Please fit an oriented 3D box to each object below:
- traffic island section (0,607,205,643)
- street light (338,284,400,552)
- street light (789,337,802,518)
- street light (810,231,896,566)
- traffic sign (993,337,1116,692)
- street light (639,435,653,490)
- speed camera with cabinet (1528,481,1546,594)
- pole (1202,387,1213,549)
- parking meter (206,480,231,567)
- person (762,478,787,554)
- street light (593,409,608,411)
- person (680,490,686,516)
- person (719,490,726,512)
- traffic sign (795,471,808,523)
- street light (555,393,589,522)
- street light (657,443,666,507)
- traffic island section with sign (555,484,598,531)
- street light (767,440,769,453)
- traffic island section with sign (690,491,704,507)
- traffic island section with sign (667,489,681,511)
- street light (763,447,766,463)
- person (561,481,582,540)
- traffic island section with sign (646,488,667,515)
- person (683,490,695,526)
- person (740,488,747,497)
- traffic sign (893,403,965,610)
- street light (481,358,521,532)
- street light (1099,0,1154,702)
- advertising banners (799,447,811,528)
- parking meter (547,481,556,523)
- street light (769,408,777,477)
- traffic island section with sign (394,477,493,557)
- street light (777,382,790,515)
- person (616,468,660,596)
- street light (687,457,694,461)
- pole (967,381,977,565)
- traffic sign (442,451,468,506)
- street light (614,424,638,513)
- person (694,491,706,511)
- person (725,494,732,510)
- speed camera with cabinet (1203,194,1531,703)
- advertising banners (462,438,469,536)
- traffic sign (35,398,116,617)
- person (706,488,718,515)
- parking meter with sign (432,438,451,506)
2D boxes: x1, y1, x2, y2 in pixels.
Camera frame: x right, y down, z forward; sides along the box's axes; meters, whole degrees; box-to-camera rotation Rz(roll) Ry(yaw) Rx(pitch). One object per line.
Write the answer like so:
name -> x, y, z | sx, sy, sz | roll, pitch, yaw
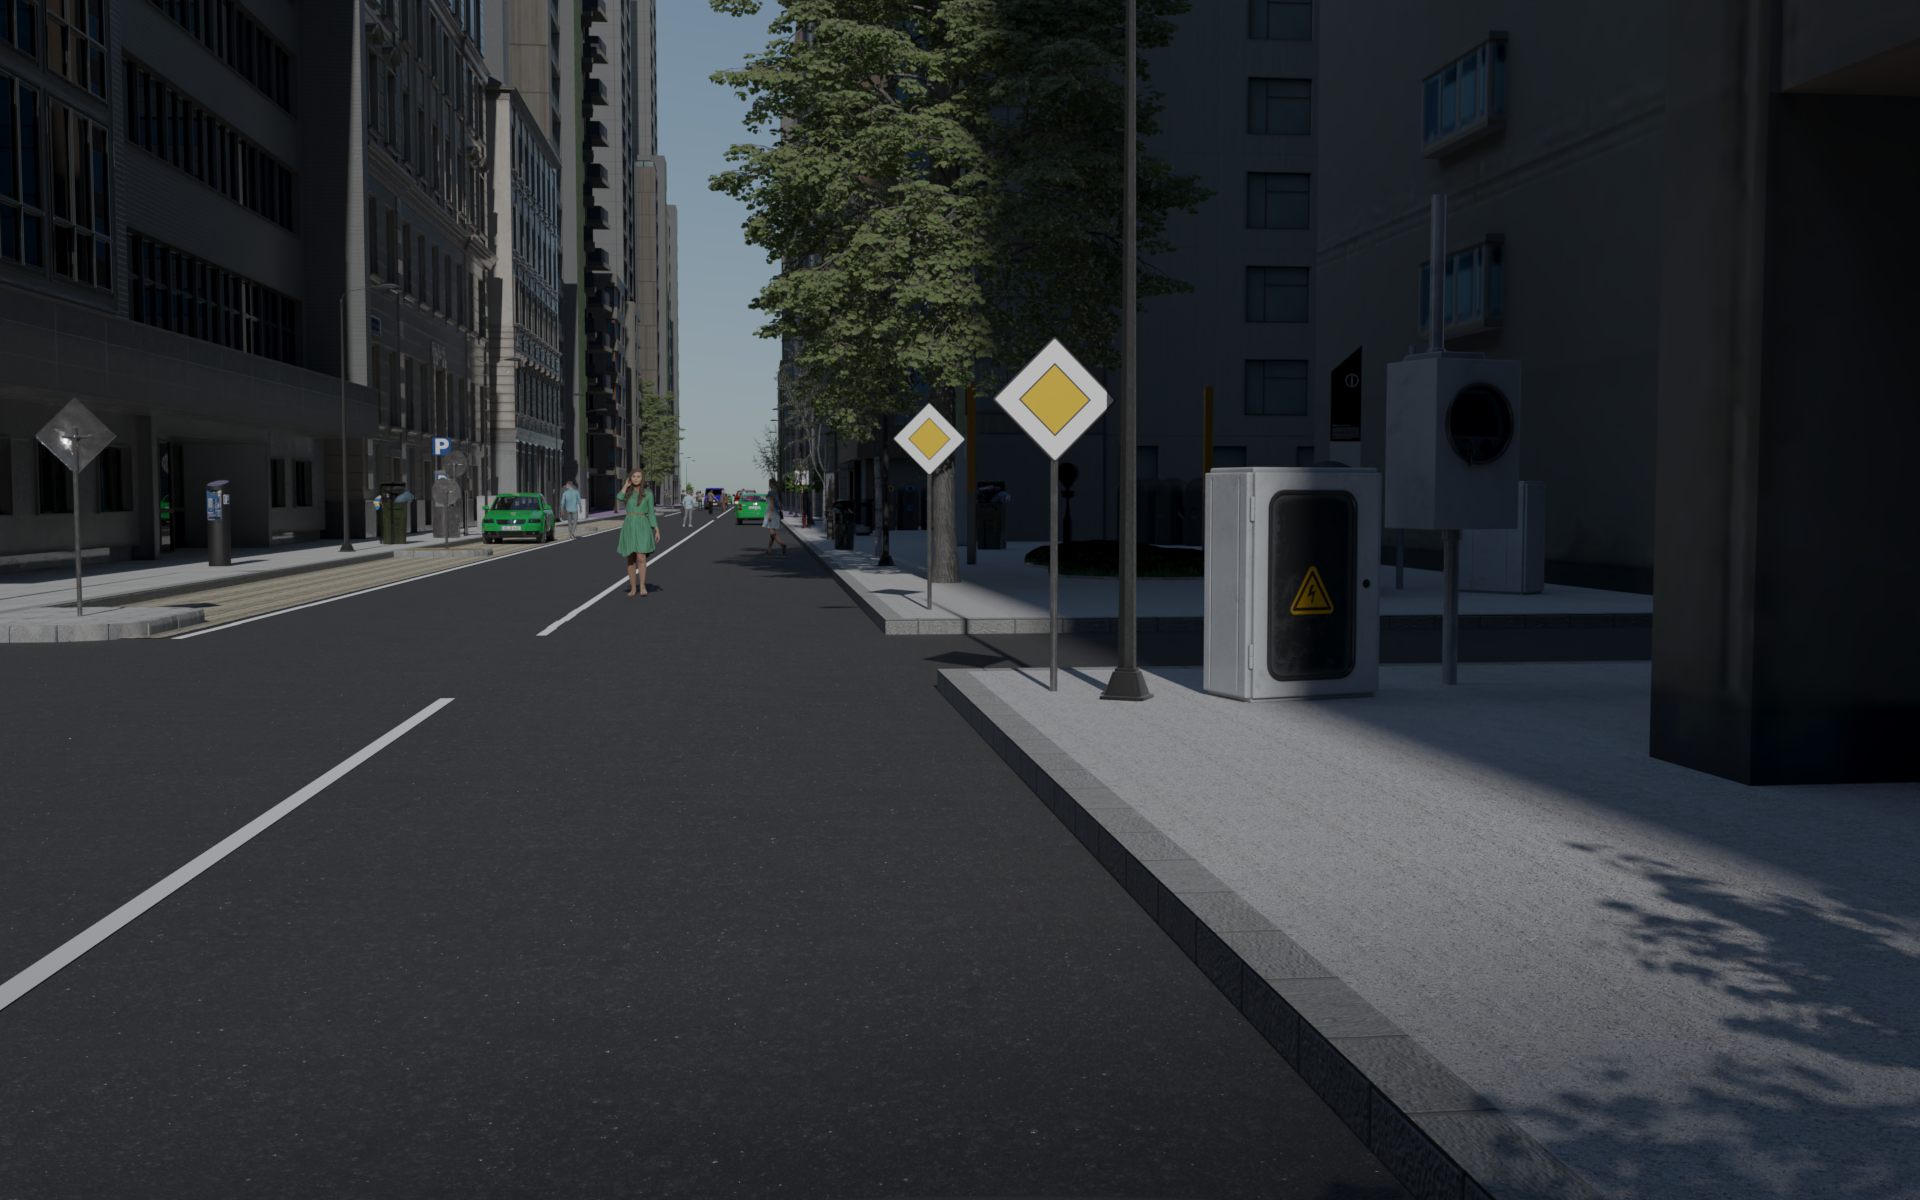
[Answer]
traffic island section -> -9.247, 0.252, 18.157 | 2.009, 0.180, 2.903 | 0, 4, -7
street light -> -13.093, -4.028, 38.393 | 1.470, 5.913, 1.316 | 0, 4, -7
street light -> -4.223, -4.818, 51.312 | 1.470, 5.913, 1.316 | 0, 4, -7
street light -> -1.862, -3.558, 30.723 | 1.470, 5.913, 1.316 | 0, 4, -7
traffic sign -> 0.606, -0.463, 11.206 | 0.795, 2.450, 0.064 | 0, 4, -7
street light -> -24.701, -9.962, 135.412 | 1.470, 5.913, 1.316 | 0, 4, -7
speed camera with cabinet -> 6.645, -1.741, 22.800 | 2.038, 3.252, 0.660 | 3, 5, 45
pole -> 4.713, -2.392, 32.954 | 0.158, 3.312, 0.155 | 0, 3, 0
parking meter -> -13.164, -1.367, 30.761 | 0.372, 1.533, 0.369 | 0, 3, 0
person -> -4.400, -2.001, 41.316 | 0.778, 1.811, 0.616 | 2, 4, 35
street light -> -19.858, -7.444, 94.247 | 1.470, 5.913, 1.316 | 0, 4, -7
person -> -17.711, -6.275, 111.907 | 0.742, 1.727, 0.445 | 0, 4, 7
person -> -18.690, -7.785, 136.344 | 0.434, 1.755, 0.990 | -2, 4, -35
traffic sign -> -6.949, -4.530, 76.187 | 0.606, 2.300, 0.079 | 0, 4, 2
street light -> -18.010, -6.556, 79.737 | 1.470, 5.913, 1.316 | 0, 4, -7
street light -> -27.223, -11.220, 155.982 | 1.470, 5.913, 1.316 | 0, 4, -7
traffic island section with sign -> -15.089, -3.574, 67.060 | 1.989, 1.847, 2.006 | 0, 4, -7
street light -> -11.084, -8.272, 107.792 | 1.470, 5.913, 1.316 | 0, 4, -7
traffic island section with sign -> -34.029, -13.272, 225.624 | 1.989, 1.847, 2.006 | 0, 4, -7
traffic island section with sign -> -24.316, -8.297, 144.280 | 1.989, 1.847, 2.006 | 0, 4, -7
street light -> -15.986, -10.790, 148.949 | 1.470, 5.913, 1.316 | 0, 4, -7
person -> -12.326, -2.840, 54.796 | 0.638, 1.841, 0.748 | 0, 4, 7
traffic island section with sign -> -21.125, -6.660, 117.514 | 1.989, 1.847, 2.006 | 0, 4, -7
person -> -12.000, -4.059, 76.679 | 0.589, 1.601, 0.330 | 1, 4, 12
person -> -15.902, -7.236, 126.680 | 0.599, 1.838, 0.709 | 1, 4, 15
traffic sign -> -0.341, -0.948, 19.135 | 0.795, 2.450, 0.064 | 0, 4, -7
street light -> -15.622, -5.289, 59.017 | 1.470, 5.913, 1.316 | 0, 4, -7
street light -> 0.510, -2.330, 10.639 | 1.470, 5.913, 1.316 | 0, 4, -7
advertising banners -> -5.844, -4.211, 65.043 | 0.090, 3.025, 2.074 | 0, 4, 7
parking meter -> -18.051, -4.332, 76.547 | 0.255, 1.863, 0.399 | 1, 4, 10
street light -> -9.426, -7.410, 93.696 | 1.470, 5.913, 1.316 | 0, 4, -7
traffic island section with sign -> -11.865, -1.915, 39.932 | 1.989, 1.847, 2.006 | 0, 4, -7
street light -> -6.723, -6.076, 71.885 | 1.470, 5.913, 1.316 | 0, 4, -7
person -> -4.523, -0.952, 24.309 | 0.600, 1.795, 0.529 | -1, 4, -15
street light -> -34.540, -14.994, 217.685 | 1.470, 5.913, 1.316 | 0, 4, -7
pole -> 0.214, -2.300, 31.454 | 0.158, 3.312, 0.155 | 0, 3, 0
traffic sign -> -14.859, -3.108, 50.929 | 0.768, 2.556, 0.104 | 0, 4, 1
street light -> -22.290, -8.703, 114.828 | 1.470, 5.913, 1.316 | 0, 4, -7
person -> -22.150, -8.465, 147.610 | 1.217, 1.736, 0.721 | -1, 4, -13
person -> -20.741, -8.685, 153.763 | 1.065, 1.426, 0.557 | 0, 4, 1
speed camera with cabinet -> 2.598, -1.026, 11.114 | 2.038, 3.252, 0.660 | -1, 4, -22
advertising banners -> -15.269, -3.508, 53.551 | 0.090, 3.025, 2.074 | -1, 4, -12
traffic sign -> -9.225, -0.884, 18.098 | 0.795, 2.450, 0.064 | 0, 4, -7
person -> -17.379, -6.879, 120.975 | 1.348, 1.823, 0.705 | 3, 5, 44
parking meter with sign -> -15.788, -3.455, 52.743 | 0.543, 3.016, 1.738 | -1, 4, -15
